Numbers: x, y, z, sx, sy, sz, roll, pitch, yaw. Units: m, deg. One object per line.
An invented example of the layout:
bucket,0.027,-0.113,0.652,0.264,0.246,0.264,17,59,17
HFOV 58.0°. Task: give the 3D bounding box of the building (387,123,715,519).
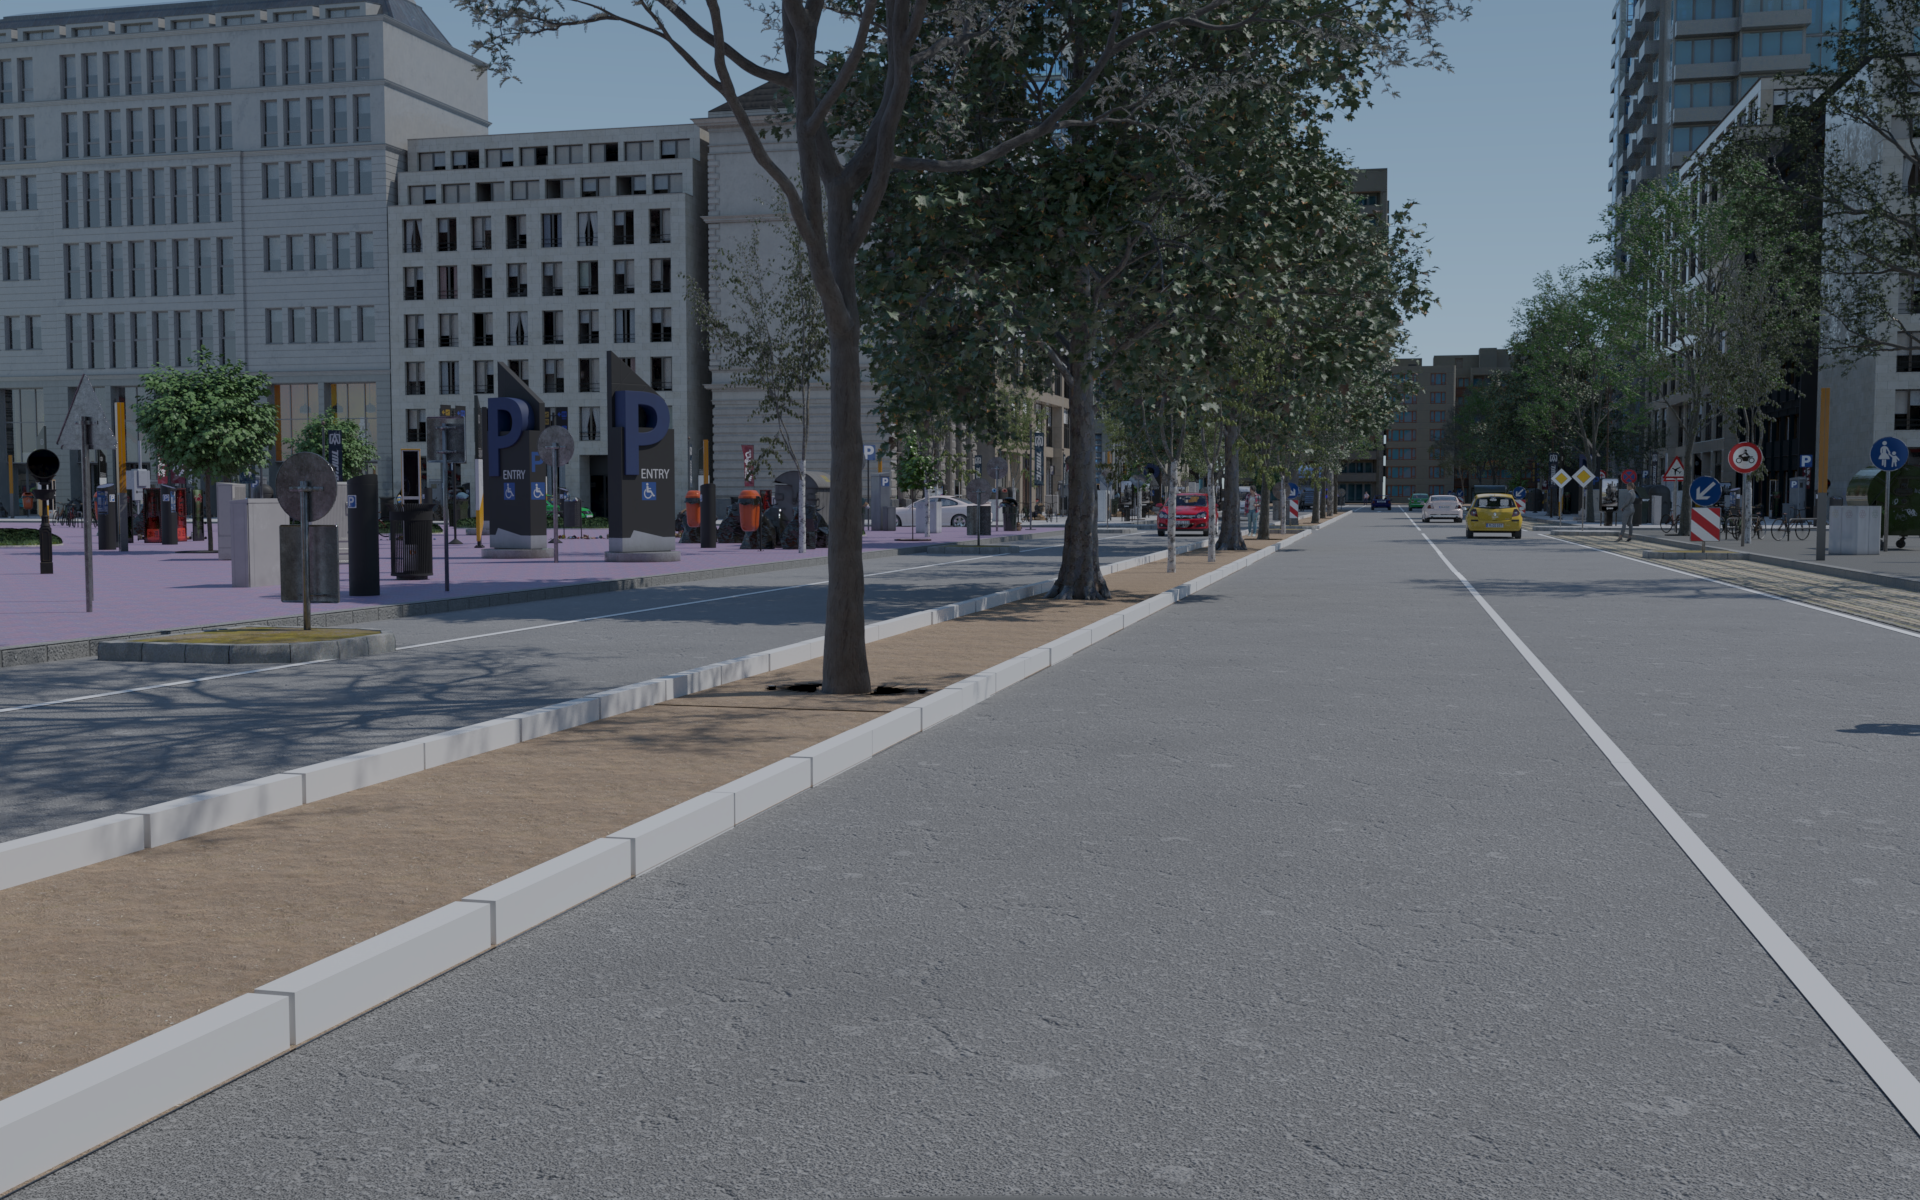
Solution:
building,-20.764,-14.678,94.736,16.860,20.320,10.420,1,4,14

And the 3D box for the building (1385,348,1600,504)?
building,75.057,-24.435,244.550,28.899,21.520,27.650,1,4,14

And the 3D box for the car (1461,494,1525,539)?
car,17.519,-2.855,56.906,2.015,1.641,3.980,1,4,15

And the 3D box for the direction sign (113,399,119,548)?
direction sign,-20.205,-3.027,41.493,0.379,3.537,0.876,-2,4,-28

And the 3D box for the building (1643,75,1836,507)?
building,59.568,-19.190,118.279,19.350,26.468,34.151,1,4,14

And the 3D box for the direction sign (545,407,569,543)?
direction sign,-10.573,-3.250,45.133,0.876,3.537,0.379,1,4,21

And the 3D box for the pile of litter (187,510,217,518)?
pile of litter,-41.247,-4.890,93.921,1.719,0.858,1.176,1,4,11

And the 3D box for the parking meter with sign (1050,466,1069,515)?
parking meter with sign,6.476,-6.770,106.947,1.738,3.016,0.543,-1,4,-18

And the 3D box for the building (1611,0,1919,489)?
building,70.458,-32.573,152.180,23.786,49.044,30.456,1,4,14

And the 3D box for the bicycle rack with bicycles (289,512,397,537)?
bicycle rack with bicycles,-18.269,-2.267,50.443,2.925,0.926,2.852,0,4,4

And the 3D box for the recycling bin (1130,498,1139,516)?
recycling bin,10.430,-5.444,101.558,0.722,1.027,0.722,-2,4,-26

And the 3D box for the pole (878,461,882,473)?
pole,-3.604,-5.153,78.102,0.158,3.312,0.155,0,3,0

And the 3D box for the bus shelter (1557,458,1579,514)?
bus shelter,39.056,-7.355,111.539,1.731,3.624,6.357,1,4,14

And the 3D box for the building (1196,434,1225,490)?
building,23.970,-38.808,254.126,30.456,49.044,23.786,1,4,14

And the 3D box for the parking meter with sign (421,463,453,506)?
parking meter with sign,-26.592,-5.613,88.036,1.738,3.016,0.543,0,4,6

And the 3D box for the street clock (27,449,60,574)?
street clock,-14.692,-1.421,27.805,0.471,2.002,0.358,-2,4,-27

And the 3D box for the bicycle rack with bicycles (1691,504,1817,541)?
bicycle rack with bicycles,22.447,-2.132,48.240,2.925,0.926,2.852,-3,4,-36

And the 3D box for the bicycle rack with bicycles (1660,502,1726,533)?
bicycle rack with bicycles,24.557,-2.620,56.213,2.852,0.926,2.925,-1,4,-9

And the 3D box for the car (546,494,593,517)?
car,-18.112,-4.019,74.503,4.718,1.807,1.959,1,4,13

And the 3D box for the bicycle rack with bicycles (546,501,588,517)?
bicycle rack with bicycles,-20.110,-4.534,87.521,2.852,0.926,2.925,0,4,5

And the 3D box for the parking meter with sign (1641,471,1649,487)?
parking meter with sign,50.475,-8.047,127.823,0.543,3.016,1.738,2,4,27

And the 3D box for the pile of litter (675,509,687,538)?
pile of litter,-8.390,-2.275,51.167,1.176,0.858,1.719,2,4,30

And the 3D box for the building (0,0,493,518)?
building,-43.401,-19.765,100.646,29.804,29.767,11.434,1,4,14

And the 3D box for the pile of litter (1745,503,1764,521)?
pile of litter,38.199,-4.247,83.407,1.176,0.858,1.719,3,4,39

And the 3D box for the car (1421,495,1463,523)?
car,24.449,-4.615,87.824,2.083,1.381,4.827,1,4,13

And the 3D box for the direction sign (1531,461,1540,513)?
direction sign,39.230,-7.709,118.036,0.379,3.537,0.876,-1,4,-19

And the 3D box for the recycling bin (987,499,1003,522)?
recycling bin,1.658,-4.192,81.099,0.722,1.027,0.722,2,4,29

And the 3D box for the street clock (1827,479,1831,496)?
street clock,40.274,-4.655,80.675,0.471,2.002,0.358,2,4,29

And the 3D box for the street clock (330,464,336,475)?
street clock,-15.062,-2.242,41.232,0.471,2.002,0.358,3,5,42

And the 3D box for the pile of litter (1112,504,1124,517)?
pile of litter,8.790,-5.022,96.071,1.176,0.858,1.719,0,4,-3

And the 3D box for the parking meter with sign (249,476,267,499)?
parking meter with sign,-29.195,-4.643,72.177,0.543,3.016,1.738,0,4,4

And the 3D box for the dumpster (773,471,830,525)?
dumpster,-3.868,-2.311,43.544,1.264,1.857,1.865,1,4,14

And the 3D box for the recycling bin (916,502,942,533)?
recycling bin,-1.026,-2.705,56.773,0.722,1.027,0.722,1,4,13

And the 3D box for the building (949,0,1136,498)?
building,6.015,-52.063,163.902,22.319,86.520,31.000,1,4,14

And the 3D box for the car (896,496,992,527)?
car,-1.080,-3.539,70.223,4.827,1.381,2.083,1,4,14

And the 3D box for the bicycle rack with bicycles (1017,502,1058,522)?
bicycle rack with bicycles,3.398,-4.008,78.905,2.852,0.926,2.925,0,4,4

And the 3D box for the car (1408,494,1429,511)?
car,38.894,-8.424,146.525,1.959,1.807,4.718,1,4,13

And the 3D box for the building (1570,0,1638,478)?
building,77.156,-53.125,181.267,22.319,86.520,31.000,1,4,14

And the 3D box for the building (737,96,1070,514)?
building,-3.102,-19.513,123.550,19.350,26.468,34.151,1,4,14

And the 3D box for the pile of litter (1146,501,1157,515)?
pile of litter,11.540,-5.654,106.405,1.176,0.858,1.719,-2,4,-33

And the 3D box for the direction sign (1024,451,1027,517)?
direction sign,3.485,-6.093,91.612,0.379,3.537,0.876,0,4,-4

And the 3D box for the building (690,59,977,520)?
building,-5.802,-16.319,95.700,11.050,23.489,19.941,1,4,14

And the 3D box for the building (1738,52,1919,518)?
building,51.033,-16.214,94.782,12.332,23.373,15.834,1,4,14

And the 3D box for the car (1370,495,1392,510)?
car,37.460,-8.654,154.070,1.945,1.354,3.894,1,4,13

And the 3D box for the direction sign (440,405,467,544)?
direction sign,-12.914,-3.194,44.227,0.379,3.537,0.876,2,4,27

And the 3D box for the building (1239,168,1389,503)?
building,49.766,-38.099,246.625,21.600,48.544,21.300,1,4,14

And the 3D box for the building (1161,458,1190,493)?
building,10.896,-21.741,200.507,28.899,21.520,27.650,1,4,14

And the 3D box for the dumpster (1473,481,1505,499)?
dumpster,34.312,-6.567,112.320,1.985,2.255,1.502,1,4,13

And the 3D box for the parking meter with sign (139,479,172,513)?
parking meter with sign,-42.166,-5.784,90.827,1.738,3.016,0.543,0,4,-1

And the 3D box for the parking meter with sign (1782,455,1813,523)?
parking meter with sign,37.021,-4.915,76.620,1.738,3.016,0.543,-3,4,-39

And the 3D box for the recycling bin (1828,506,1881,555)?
recycling bin,18.941,-1.475,36.669,0.722,1.027,0.722,-1,4,-20

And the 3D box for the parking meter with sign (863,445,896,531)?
parking meter with sign,-2.797,-3.933,60.559,0.543,3.016,1.738,-2,4,-33

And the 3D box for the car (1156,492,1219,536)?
car,7.919,-3.120,60.046,2.155,1.783,4.494,1,4,14

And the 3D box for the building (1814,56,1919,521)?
building,48.922,-13.626,77.541,16.860,20.320,10.420,1,4,14

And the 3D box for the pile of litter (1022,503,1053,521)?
pile of litter,3.723,-4.297,84.224,1.176,0.858,1.719,-3,5,-40

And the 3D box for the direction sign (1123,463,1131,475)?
direction sign,12.081,-8.107,124.541,0.876,3.537,0.379,2,4,35

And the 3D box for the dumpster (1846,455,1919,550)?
dumpster,21.618,-2.305,40.182,1.502,2.255,1.985,1,4,14
